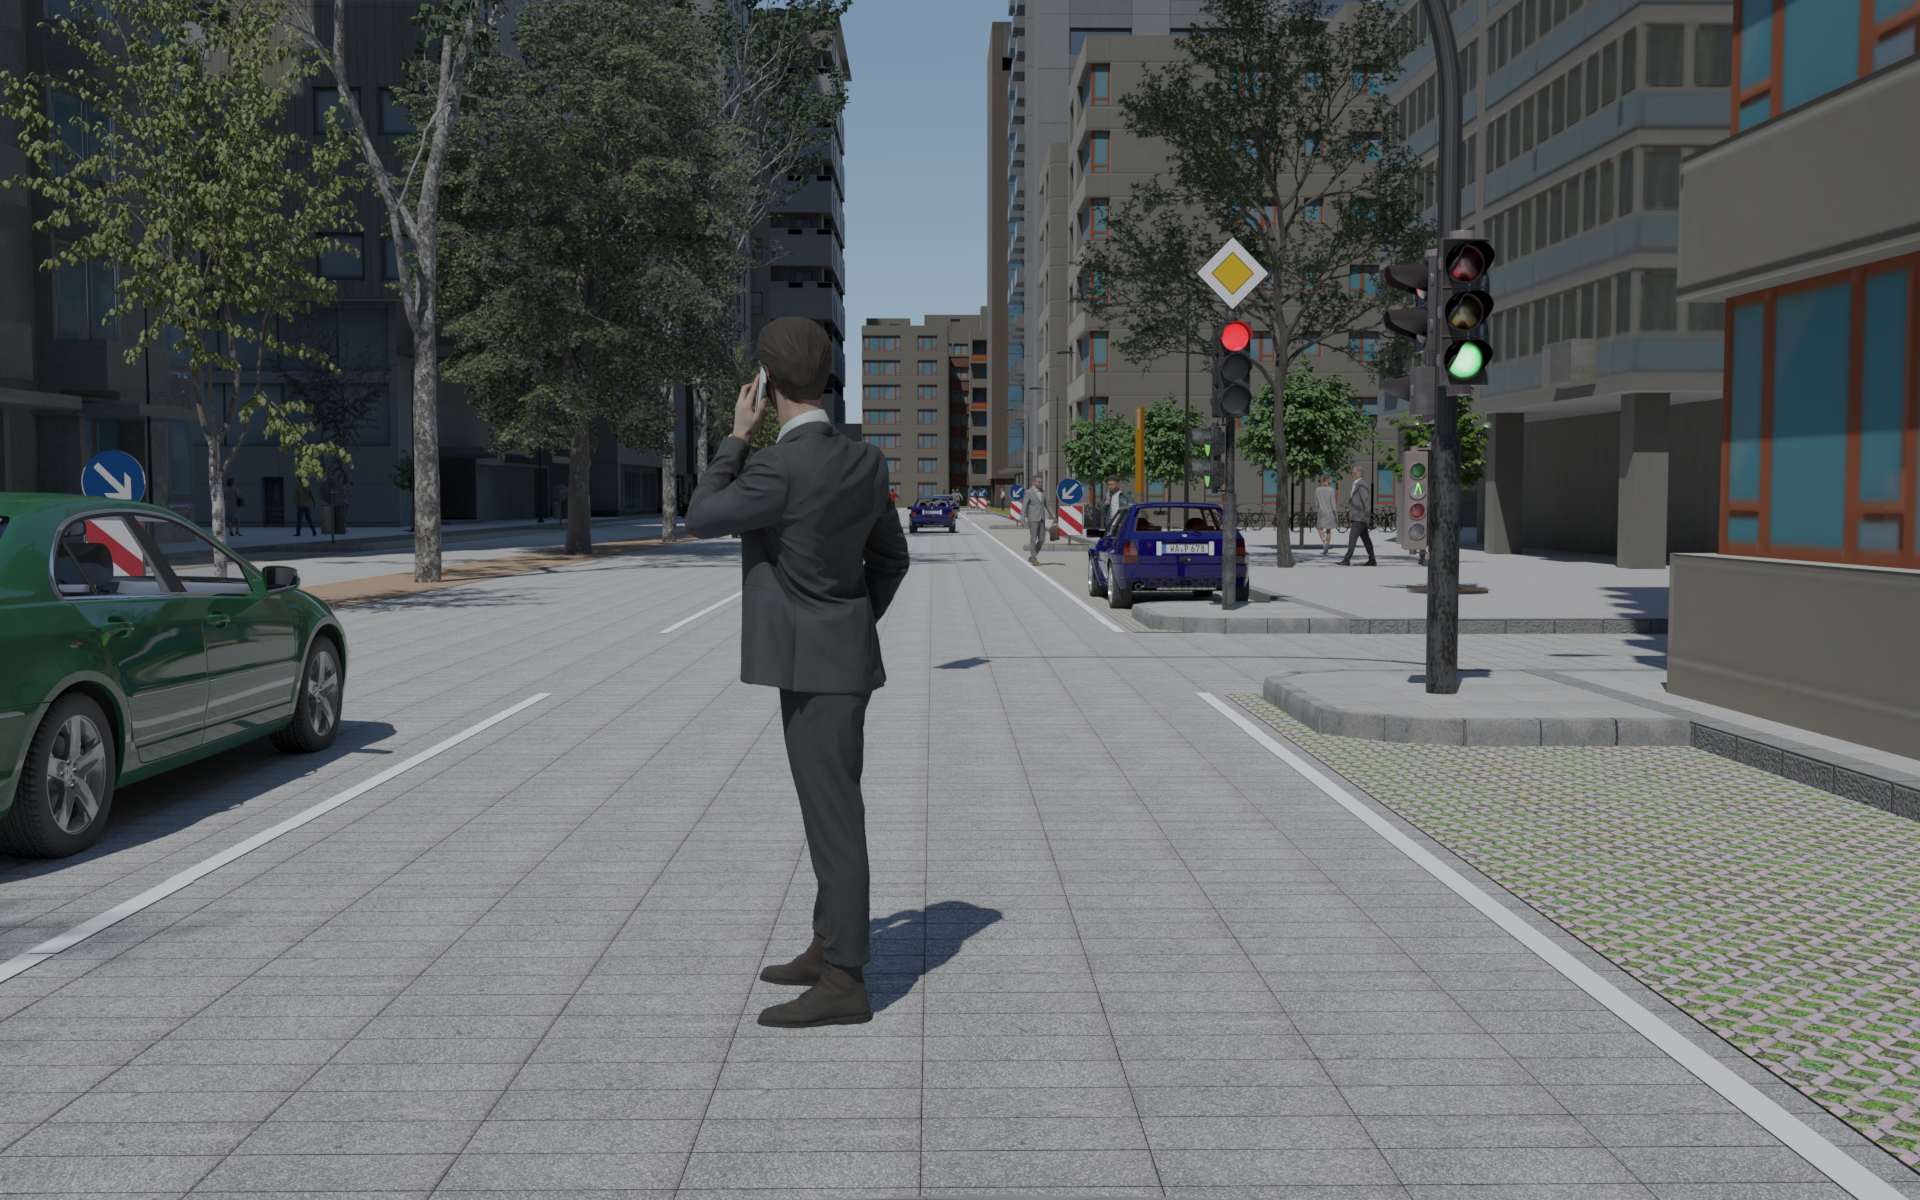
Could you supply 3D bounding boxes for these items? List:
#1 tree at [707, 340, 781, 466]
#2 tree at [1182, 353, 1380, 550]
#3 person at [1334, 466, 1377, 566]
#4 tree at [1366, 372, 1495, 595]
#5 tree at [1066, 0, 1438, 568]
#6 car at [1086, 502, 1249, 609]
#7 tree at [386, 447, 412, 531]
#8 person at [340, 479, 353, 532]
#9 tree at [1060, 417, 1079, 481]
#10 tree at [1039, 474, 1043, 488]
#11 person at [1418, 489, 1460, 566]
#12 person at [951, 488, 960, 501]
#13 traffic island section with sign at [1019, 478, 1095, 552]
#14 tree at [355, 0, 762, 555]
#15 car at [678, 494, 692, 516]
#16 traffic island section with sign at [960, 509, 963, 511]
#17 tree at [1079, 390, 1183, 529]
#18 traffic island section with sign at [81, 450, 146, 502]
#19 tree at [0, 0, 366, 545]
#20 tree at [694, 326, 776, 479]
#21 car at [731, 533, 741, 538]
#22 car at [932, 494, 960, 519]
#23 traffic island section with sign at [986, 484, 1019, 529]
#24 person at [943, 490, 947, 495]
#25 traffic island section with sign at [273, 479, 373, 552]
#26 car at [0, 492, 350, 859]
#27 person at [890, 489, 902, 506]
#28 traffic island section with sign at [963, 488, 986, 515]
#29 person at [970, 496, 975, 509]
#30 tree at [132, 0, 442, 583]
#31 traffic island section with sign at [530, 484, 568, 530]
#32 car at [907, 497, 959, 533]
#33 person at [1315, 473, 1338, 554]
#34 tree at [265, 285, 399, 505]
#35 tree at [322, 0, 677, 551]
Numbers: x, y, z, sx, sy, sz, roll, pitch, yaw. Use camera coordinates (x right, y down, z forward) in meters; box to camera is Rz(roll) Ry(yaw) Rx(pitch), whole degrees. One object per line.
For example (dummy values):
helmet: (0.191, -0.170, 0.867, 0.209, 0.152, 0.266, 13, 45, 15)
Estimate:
tree: (-9.722, -7.796, 80.276, 4.737, 8.622, 4.395, 0, 3, 0)
tree: (8.038, -3.466, 40.385, 4.285, 4.588, 4.351, 0, 3, 0)
person: (7.002, -1.483, 30.692, 0.834, 1.777, 0.661, 0, 4, -7)
tree: (6.435, -1.714, 22.621, 1.663, 3.219, 1.824, 0, 3, 0)
tree: (5.333, -5.842, 29.925, 7.601, 10.594, 8.767, 0, 4, 0)
car: (2.685, -0.630, 22.888, 1.945, 1.354, 3.894, 0, 4, -1)
tree: (-18.706, -3.994, 59.896, 1.663, 3.219, 1.824, 0, 3, 0)
person: (-20.741, -3.177, 58.171, 0.592, 1.802, 0.473, 1, 4, 21)
tree: (5.240, -4.871, 63.361, 4.285, 4.588, 4.351, 0, 3, 0)
tree: (5.184, -6.235, 96.538, 1.663, 3.219, 1.824, 0, 3, 0)
person: (8.462, -1.518, 30.636, 0.659, 1.850, 0.755, -3, 5, -41)
person: (-0.434, -6.739, 118.689, 0.705, 1.824, 1.348, -3, 5, -42)
traffic island section with sign: (2.613, -2.150, 43.786, 1.989, 1.847, 2.006, 0, 4, -1)
tree: (-9.042, -8.043, 40.614, 9.857, 13.997, 8.962, 0, 3, 0)
car: (-17.119, -6.253, 112.016, 2.009, 1.686, 4.222, 0, 4, 0)
traffic island section with sign: (0.997, -8.609, 149.388, 1.989, 1.847, 2.006, 0, 4, -1)
tree: (6.656, -4.342, 54.701, 4.285, 4.588, 4.351, 0, 3, 0)
traffic island section with sign: (-8.812, -0.644, 18.670, 2.006, 1.907, 1.989, 0, 4, -1)
tree: (-8.621, -4.098, 19.822, 4.737, 8.622, 4.395, 0, 3, 0)
tree: (-9.708, -7.480, 75.114, 4.360, 8.622, 3.978, 0, 3, 0)
car: (-6.678, -2.918, 57.939, 2.015, 1.641, 3.980, 0, 4, -2)
car: (-1.013, -5.472, 101.475, 2.014, 1.417, 4.499, 0, 4, -1)
traffic island section with sign: (2.206, -3.799, 70.738, 1.989, 1.847, 2.006, 0, 4, -1)
person: (-1.563, -9.733, 167.663, 1.348, 1.821, 0.705, -3, 5, -39)
traffic island section with sign: (-15.908, -2.134, 43.511, 1.989, 1.847, 2.006, 0, 4, -1)
car: (-4.424, 0.219, 8.223, 2.131, 1.459, 4.920, 0, 4, -1)
person: (-4.859, -7.111, 124.695, 1.348, 1.831, 0.705, 0, 4, -5)
traffic island section with sign: (1.425, -6.909, 121.592, 1.989, 1.847, 2.006, 0, 4, -1)
person: (1.219, -9.707, 168.135, 0.541, 1.710, 0.530, 0, 4, 5)
tree: (-9.820, -10.389, 28.210, 12.611, 20.169, 13.585, 0, 3, 0)
traffic island section with sign: (-16.306, -3.782, 70.463, 1.989, 1.847, 2.006, 0, 4, -1)
car: (-1.013, -3.194, 64.798, 1.945, 1.354, 3.894, 0, 3, 0)
person: (7.778, -1.830, 36.714, 0.466, 1.731, 0.760, 0, 4, 0)
tree: (-22.493, -6.823, 61.913, 4.360, 8.622, 3.978, 0, 3, 0)
tree: (-9.876, -11.832, 51.796, 12.611, 20.169, 13.585, 0, 3, 0)
